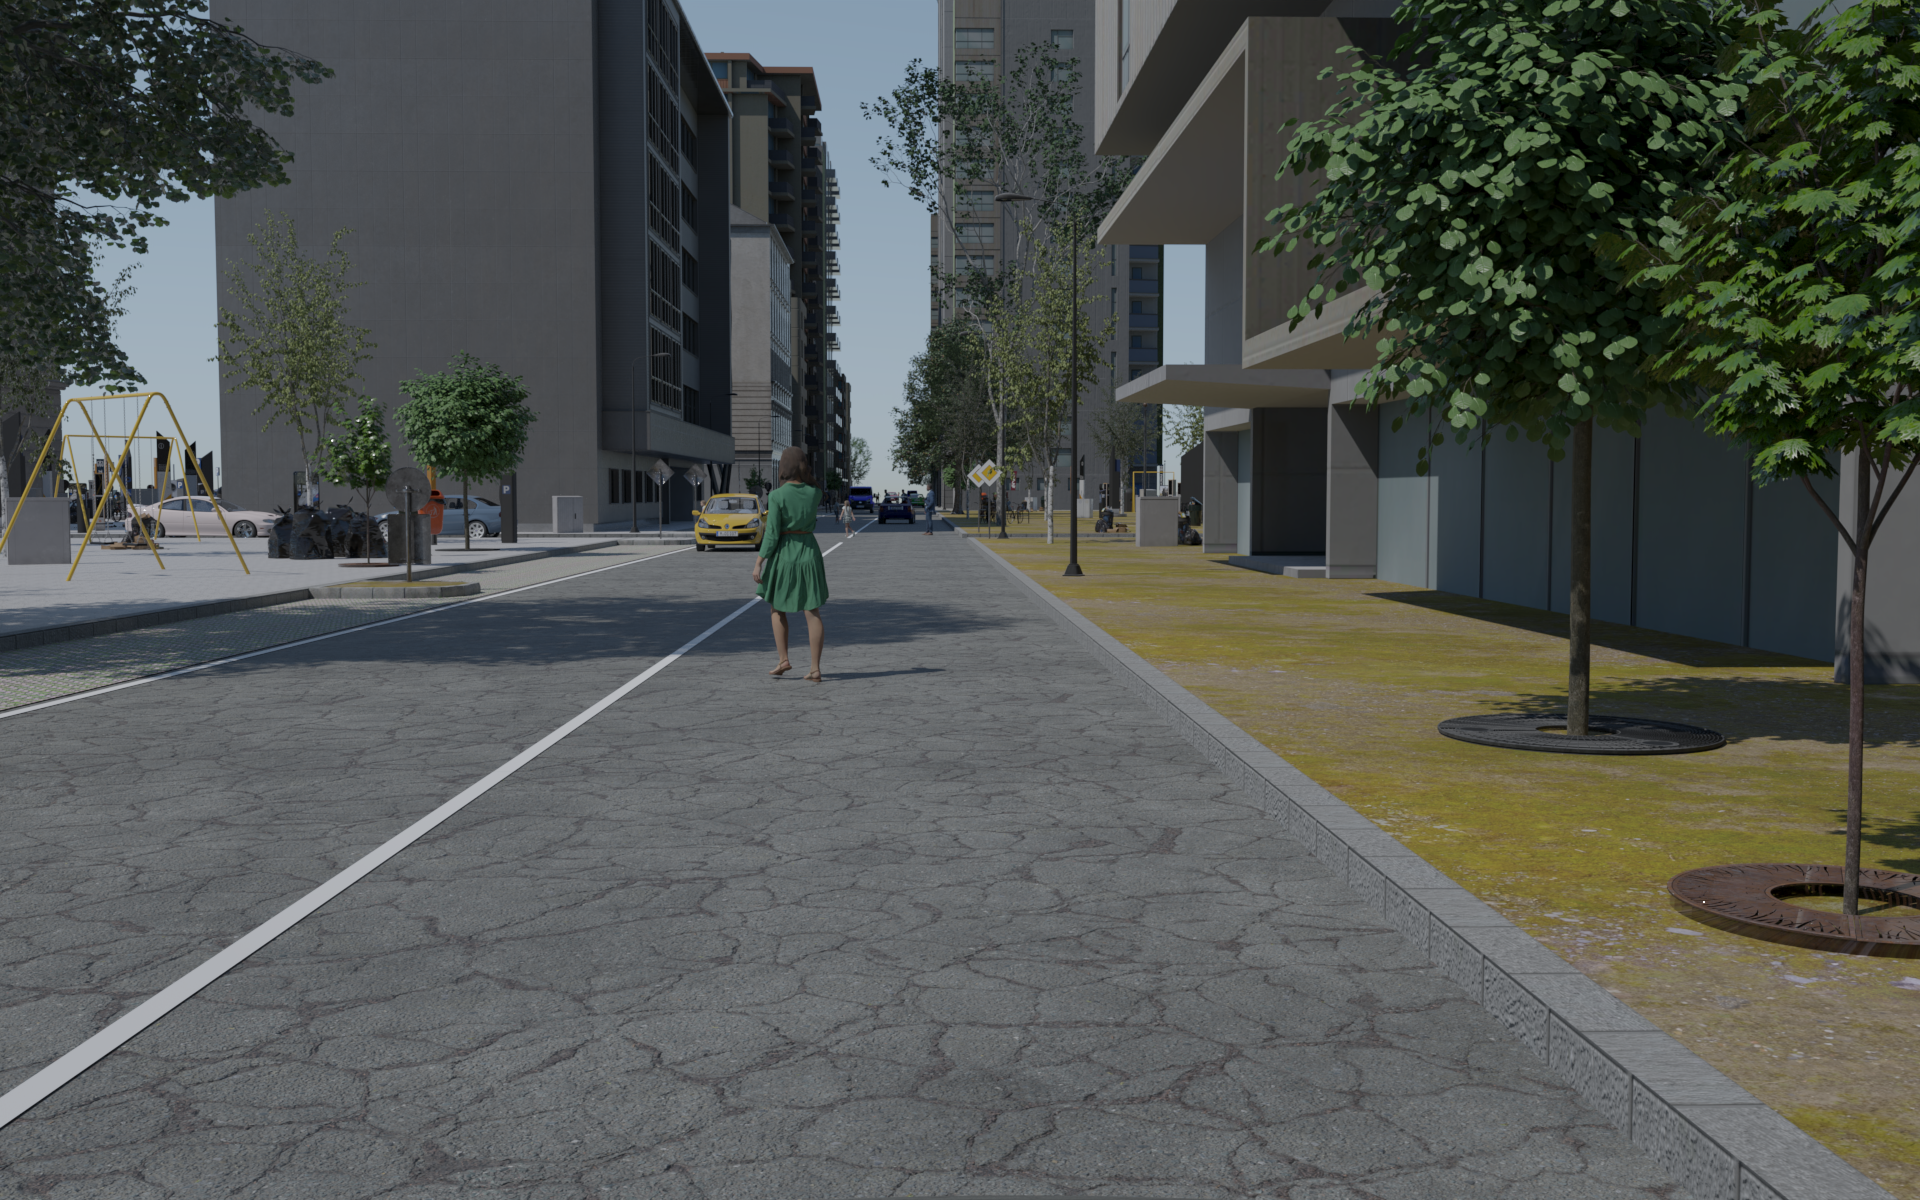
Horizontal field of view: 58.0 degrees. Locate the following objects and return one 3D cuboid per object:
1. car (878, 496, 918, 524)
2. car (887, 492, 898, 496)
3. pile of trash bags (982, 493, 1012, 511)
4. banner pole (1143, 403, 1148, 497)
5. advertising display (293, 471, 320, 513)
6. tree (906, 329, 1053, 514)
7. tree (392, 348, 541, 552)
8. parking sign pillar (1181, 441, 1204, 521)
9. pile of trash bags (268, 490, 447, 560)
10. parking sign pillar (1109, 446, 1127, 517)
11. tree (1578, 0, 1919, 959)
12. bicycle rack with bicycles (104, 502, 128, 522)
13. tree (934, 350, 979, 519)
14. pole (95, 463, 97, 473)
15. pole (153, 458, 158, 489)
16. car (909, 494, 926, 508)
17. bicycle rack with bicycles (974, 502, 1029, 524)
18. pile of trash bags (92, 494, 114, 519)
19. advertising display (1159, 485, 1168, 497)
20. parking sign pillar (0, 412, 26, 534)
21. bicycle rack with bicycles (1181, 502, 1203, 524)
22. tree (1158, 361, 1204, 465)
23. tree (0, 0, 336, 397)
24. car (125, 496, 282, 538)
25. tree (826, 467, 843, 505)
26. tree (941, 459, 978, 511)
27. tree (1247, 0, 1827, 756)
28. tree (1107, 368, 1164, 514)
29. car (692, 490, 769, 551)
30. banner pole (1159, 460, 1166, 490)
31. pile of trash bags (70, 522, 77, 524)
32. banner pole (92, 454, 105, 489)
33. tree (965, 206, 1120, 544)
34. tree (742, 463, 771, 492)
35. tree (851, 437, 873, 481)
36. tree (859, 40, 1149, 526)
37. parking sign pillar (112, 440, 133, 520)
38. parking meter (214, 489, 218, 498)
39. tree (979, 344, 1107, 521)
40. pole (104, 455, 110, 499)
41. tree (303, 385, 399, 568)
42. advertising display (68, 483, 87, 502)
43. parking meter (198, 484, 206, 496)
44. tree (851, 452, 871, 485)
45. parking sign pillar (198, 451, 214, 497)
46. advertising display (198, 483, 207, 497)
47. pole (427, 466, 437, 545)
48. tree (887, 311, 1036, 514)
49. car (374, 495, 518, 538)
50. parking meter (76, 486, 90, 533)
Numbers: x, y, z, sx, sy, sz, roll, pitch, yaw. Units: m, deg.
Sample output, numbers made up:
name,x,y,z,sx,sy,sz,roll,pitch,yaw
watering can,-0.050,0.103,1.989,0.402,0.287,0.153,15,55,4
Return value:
name,x,y,z,sx,sy,sz,roll,pitch,yaw
car,-3.046,-4.372,84.062,1.945,1.354,3.894,0,4,0
car,-11.373,-17.152,289.100,2.281,1.827,5.304,0,4,-3
pile of trash bags,2.410,-7.243,128.170,1.912,1.369,3.447,-2,4,-29
banner pole,5.082,-3.522,47.597,0.401,3.779,0.863,0,4,6
advertising display,-18.519,-2.685,49.114,0.123,1.923,0.974,1,4,18
tree,1.201,-9.963,97.313,8.767,10.594,7.601,0,4,-1
tree,-11.142,-3.399,39.289,4.285,4.588,4.351,0,3,0
parking sign pillar,11.360,-5.833,83.844,1.447,3.967,1.447,1,4,22
pile of trash bags,-12.146,-1.552,35.122,3.447,1.369,1.912,-2,4,-33
parking sign pillar,8.660,-6.647,97.144,1.447,3.967,1.447,0,4,-3
tree,2.679,-0.639,5.048,1.663,3.219,1.824,0,3,0
bicycle rack with bicycles,-38.065,-4.038,79.403,2.852,0.926,2.925,1,4,21
tree,0.534,-8.485,89.085,4.360,8.622,3.978,0,3,0
pole,-57.365,-7.418,115.126,0.158,3.312,0.155,0,3,0
pole,-44.922,-6.297,96.806,0.158,3.312,0.155,0,3,0
car,-4.477,-10.387,178.625,1.959,1.807,4.718,0,4,-3
bicycle rack with bicycles,1.740,-3.781,75.205,2.852,0.926,2.925,1,4,18
pile of trash bags,-44.727,-4.873,89.427,1.912,1.369,3.447,-2,4,-35
advertising display,14.724,-7.310,124.727,0.123,1.923,0.974,-2,4,-34
parking sign pillar,-31.353,-4.172,56.690,1.447,3.967,1.447,-1,4,-8
bicycle rack with bicycles,9.477,-3.828,75.971,2.852,0.926,2.925,0,4,5
tree,13.098,-8.858,95.186,4.737,8.622,4.395,0,3,0
tree,-10.219,-6.629,15.044,9.857,13.997,8.962,0,3,0
car,-23.295,-2.529,53.714,4.827,1.381,2.083,0,4,0
tree,-15.573,-13.775,208.926,4.285,4.588,4.351,0,3,0
tree,0.121,-9.250,134.949,4.285,4.588,4.351,0,3,0
tree,3.230,-1.554,9.121,4.285,4.588,4.351,0,3,0
tree,9.793,-9.272,101.959,4.360,8.622,3.978,0,3,0
car,-5.807,-2.099,44.540,2.015,1.641,3.980,0,4,-2
banner pole,15.071,-8.485,128.748,0.401,3.779,0.863,-2,4,-32
pile of trash bags,-39.618,-3.954,74.404,3.447,1.369,1.912,-2,4,-31
banner pole,-53.775,-7.219,108.053,0.863,3.779,0.401,-1,4,-9
tree,2.293,-5.779,44.853,4.737,8.622,4.395,0,3,0
tree,-13.039,-7.026,109.474,1.663,3.219,1.824,0,3,0
tree,-18.316,-22.376,291.602,9.928,11.665,9.643,0,3,0
tree,3.069,-13.132,70.599,12.611,20.169,13.585,0,3,0
parking sign pillar,-40.984,-5.911,85.113,1.447,3.967,1.447,-2,4,-33
parking meter,-37.392,-4.824,87.286,0.372,1.533,0.369,0,3,0
tree,3.975,-8.132,83.317,4.360,8.622,3.978,0,3,0
pole,-45.036,-5.971,91.465,0.158,3.312,0.155,0,3,0
tree,-10.470,-2.210,30.739,1.663,3.219,1.824,0,3,0
advertising display,-50.851,-5.789,99.864,0.974,1.923,0.123,-1,4,-12
parking meter,-41.346,-5.423,94.376,0.255,1.863,0.399,3,5,43
tree,-16.799,-20.160,279.978,4.737,8.622,4.395,0,3,0
parking sign pillar,-46.753,-7.238,106.810,1.447,3.967,1.447,3,4,37
advertising display,-43.495,-5.712,98.604,0.123,1.923,0.974,2,4,34
pole,-13.258,-3.034,43.452,0.158,3.312,0.155,0,3,0
tree,-0.049,-11.742,108.988,9.611,12.733,9.660,0,3,0
car,-16.146,-2.576,54.114,4.499,1.417,2.014,0,4,0
parking meter,-28.833,-2.969,56.949,0.372,1.533,0.369,0,3,0
